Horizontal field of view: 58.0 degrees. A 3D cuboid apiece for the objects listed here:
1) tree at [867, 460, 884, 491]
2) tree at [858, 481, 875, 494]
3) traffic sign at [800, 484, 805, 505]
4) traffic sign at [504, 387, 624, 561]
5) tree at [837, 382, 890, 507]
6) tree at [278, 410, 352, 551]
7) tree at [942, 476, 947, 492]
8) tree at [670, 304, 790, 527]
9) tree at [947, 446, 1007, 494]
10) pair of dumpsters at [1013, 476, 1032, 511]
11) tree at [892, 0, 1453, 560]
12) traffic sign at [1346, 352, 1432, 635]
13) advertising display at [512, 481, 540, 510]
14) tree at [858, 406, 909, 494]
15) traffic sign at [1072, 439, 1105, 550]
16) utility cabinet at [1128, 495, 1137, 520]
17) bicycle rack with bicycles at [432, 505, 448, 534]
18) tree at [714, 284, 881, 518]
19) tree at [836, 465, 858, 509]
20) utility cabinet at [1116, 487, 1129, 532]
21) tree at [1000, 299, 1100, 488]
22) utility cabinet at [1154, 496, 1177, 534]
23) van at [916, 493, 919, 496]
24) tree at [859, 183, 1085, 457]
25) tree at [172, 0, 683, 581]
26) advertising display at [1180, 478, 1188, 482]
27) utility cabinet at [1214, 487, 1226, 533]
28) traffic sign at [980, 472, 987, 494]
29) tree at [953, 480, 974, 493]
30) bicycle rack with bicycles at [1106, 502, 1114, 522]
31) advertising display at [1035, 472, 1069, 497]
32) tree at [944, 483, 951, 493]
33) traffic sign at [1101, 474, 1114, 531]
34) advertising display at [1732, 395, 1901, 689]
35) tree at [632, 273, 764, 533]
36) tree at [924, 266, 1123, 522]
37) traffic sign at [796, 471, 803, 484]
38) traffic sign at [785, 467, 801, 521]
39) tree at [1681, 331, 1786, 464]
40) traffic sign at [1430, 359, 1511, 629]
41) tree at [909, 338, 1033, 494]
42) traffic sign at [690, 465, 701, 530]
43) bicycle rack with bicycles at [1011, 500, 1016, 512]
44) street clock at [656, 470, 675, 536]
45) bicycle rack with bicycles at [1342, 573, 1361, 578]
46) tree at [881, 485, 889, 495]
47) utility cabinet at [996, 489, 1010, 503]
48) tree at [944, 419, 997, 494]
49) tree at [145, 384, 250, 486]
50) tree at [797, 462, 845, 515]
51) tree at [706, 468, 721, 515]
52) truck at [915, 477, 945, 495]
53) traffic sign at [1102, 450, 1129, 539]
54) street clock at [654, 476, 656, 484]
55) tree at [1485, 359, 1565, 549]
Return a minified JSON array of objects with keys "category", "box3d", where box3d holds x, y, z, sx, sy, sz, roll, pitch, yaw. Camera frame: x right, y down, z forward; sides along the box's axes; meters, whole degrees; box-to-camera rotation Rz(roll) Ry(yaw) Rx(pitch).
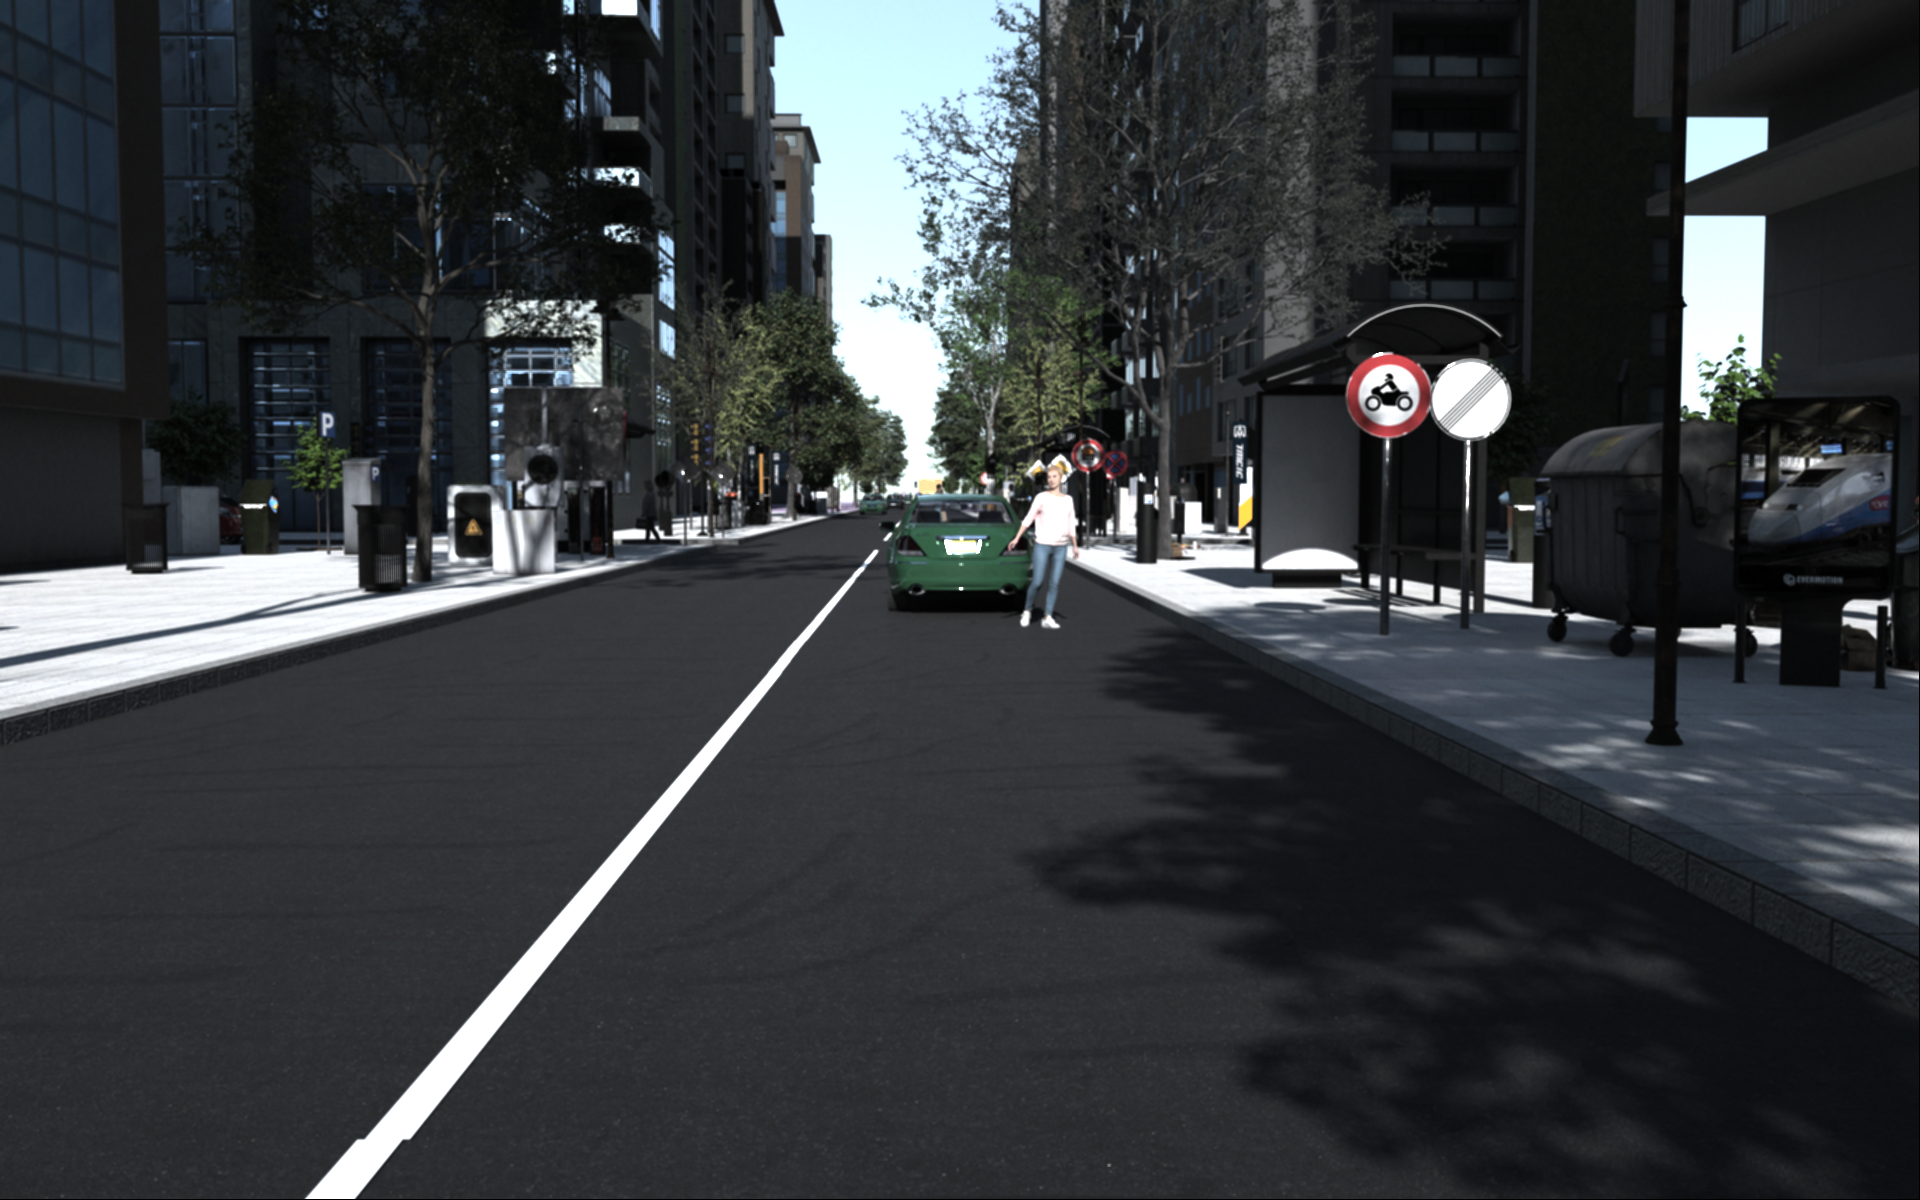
[{"category":"tree","box3d":[-11.553,-16.172,214.774,4.360,8.622,3.978,0,3,0]},{"category":"tree","box3d":[-11.458,-13.699,218.571,1.663,3.219,1.824,0,3,0]},{"category":"traffic sign","box3d":[-10.384,-7.070,115.695,0.768,2.556,0.104,0,4,7]},{"category":"traffic sign","box3d":[-7.552,-2.396,33.045,2.265,3.308,0.079,0,3,0]},{"category":"tree","box3d":[-10.843,-15.759,175.782,7.486,12.596,7.792,0,3,0]},{"category":"tree","box3d":[-14.777,-2.749,39.540,1.663,3.219,1.824,0,3,0]},{"category":"tree","box3d":[-1.389,-17.220,265.266,4.285,4.588,4.351,0,3,0]},{"category":"tree","box3d":[-8.743,-7.103,66.493,4.737,8.622,4.395,0,3,0]},{"category":"tree","box3d":[1.660,-8.169,117.275,4.285,4.588,4.351,0,3,0]},{"category":"pair of dumpsters","box3d":[3.848,-5.717,95.959,1.574,2.255,4.437,0,4,-1]},{"category":"tree","box3d":[3.898,-7.535,33.564,12.009,13.543,11.850,0,3,0]},{"category":"traffic sign","box3d":[3.868,-0.954,15.705,0.768,2.556,0.104,0,4,4]},{"category":"advertising display","box3d":[-10.470,-2.241,41.858,0.123,1.923,0.974,1,4,23]},{"category":"tree","box3d":[-11.633,-21.059,250.968,9.857,13.997,8.962,0,3,0]},{"category":"traffic sign","box3d":[2.950,-2.435,39.911,0.768,2.556,0.104,0,4,1]},{"category":"utility cabinet","box3d":[8.443,-4.582,86.075,1.020,1.237,0.306,1,4,23]},{"category":"bicycle rack with bicycles","box3d":[-16.025,-2.621,56.229,2.852,0.926,2.925,-3,4,-39]},{"category":"tree","box3d":[-9.135,-10.870,94.729,9.611,12.733,9.660,0,3,0]},{"category":"tree","box3d":[-11.204,-14.259,183.488,4.737,8.622,4.395,0,3,0]},{"category":"utility cabinet","box3d":[5.477,-3.051,58.565,0.318,1.500,1.173,0,4,-3]},{"category":"tree","box3d":[3.279,-7.078,66.091,4.737,8.622,4.395,0,3,0]},{"category":"utility cabinet","box3d":[6.500,-2.757,56.241,1.020,1.237,0.306,2,4,27]},{"category":"van","box3d":[-4.389,-12.950,216.115,2.240,2.365,5.245,0,4,-1]},{"category":"tree","box3d":[0.586,-15.342,106.738,12.611,20.169,13.585,0,3,0]},{"category":"tree","box3d":[-7.608,-5.560,25.316,7.601,10.594,8.767,-2,4,-28]},{"category":"advertising display","box3d":[8.965,-3.928,69.443,0.123,1.923,0.974,0,4,-3]},{"category":"utility cabinet","box3d":[8.597,-2.973,57.281,0.318,1.500,1.173,0,4,3]},{"category":"traffic sign","box3d":[1.522,-6.028,98.662,0.768,2.556,0.104,0,4,4]},{"category":"tree","box3d":[0.585,-12.450,198.159,1.663,3.219,1.824,0,3,0]},{"category":"bicycle rack with bicycles","box3d":[6.347,-3.973,78.345,2.852,0.926,2.925,-3,4,-39]},{"category":"advertising display","box3d":[2.667,-2.763,50.386,0.974,1.923,0.123,0,4,-2]},{"category":"tree","box3d":[-1.612,-15.864,253.973,1.663,3.219,1.824,0,3,0]},{"category":"traffic sign","box3d":[4.936,-3.695,60.420,0.884,2.594,0.081,0,4,3]},{"category":"advertising display","box3d":[5.693,-0.388,11.554,0.974,1.923,0.123,2,4,25]},{"category":"tree","box3d":[-8.489,-6.515,56.877,4.360,8.622,3.978,0,3,0]},{"category":"tree","box3d":[3.143,-9.218,76.469,9.928,11.665,9.643,0,3,0]},{"category":"traffic sign","box3d":[-8.267,-5.313,86.967,0.768,2.556,0.104,0,4,1]},{"category":"traffic sign","box3d":[-7.932,-5.028,82.309,0.768,2.556,0.104,0,4,5]},{"category":"tree","box3d":[9.353,-1.591,20.617,1.663,3.219,1.824,0,3,0]},{"category":"traffic sign","box3d":[4.814,-0.999,16.442,0.768,2.556,0.104,0,4,0]},{"category":"tree","box3d":[1.618,-14.457,143.035,9.857,13.997,8.962,0,3,0]},{"category":"traffic sign","box3d":[-9.604,-3.773,61.801,0.768,2.556,0.104,0,4,4]},{"category":"bicycle rack with bicycles","box3d":[3.128,-5.452,102.528,2.925,0.926,2.852,-1,4,-12]},{"category":"street clock","box3d":[-8.878,-2.941,52.654,0.471,2.002,0.358,3,5,43]},{"category":"bicycle rack with bicycles","box3d":[6.603,-0.833,27.003,2.925,0.926,2.852,1,4,13]},{"category":"tree","box3d":[-12.434,-17.637,282.969,1.663,3.219,1.824,0,3,0]},{"category":"utility cabinet","box3d":[1.882,-4.077,75.345,0.318,1.500,1.173,-1,4,-14]},{"category":"tree","box3d":[1.229,-13.921,177.977,4.360,8.622,3.978,0,3,0]},{"category":"tree","box3d":[-22.937,-4.160,51.734,4.285,4.588,4.351,0,3,0]},{"category":"tree","box3d":[-8.836,-7.538,106.957,4.285,4.588,4.351,0,3,0]},{"category":"tree","box3d":[-14.340,-6.708,104.283,1.663,3.219,1.824,0,3,0]},{"category":"truck","box3d":[-3.399,-12.250,196.210,3.469,3.379,9.791,0,4,-2]},{"category":"traffic sign","box3d":[4.462,-3.042,49.847,0.768,2.556,0.104,0,4,5]},{"category":"street clock","box3d":[-10.460,-3.435,60.733,0.471,2.002,0.358,-1,4,-19]},{"category":"tree","box3d":[12.465,-3.492,40.813,4.285,4.588,4.351,0,3,0]}]
